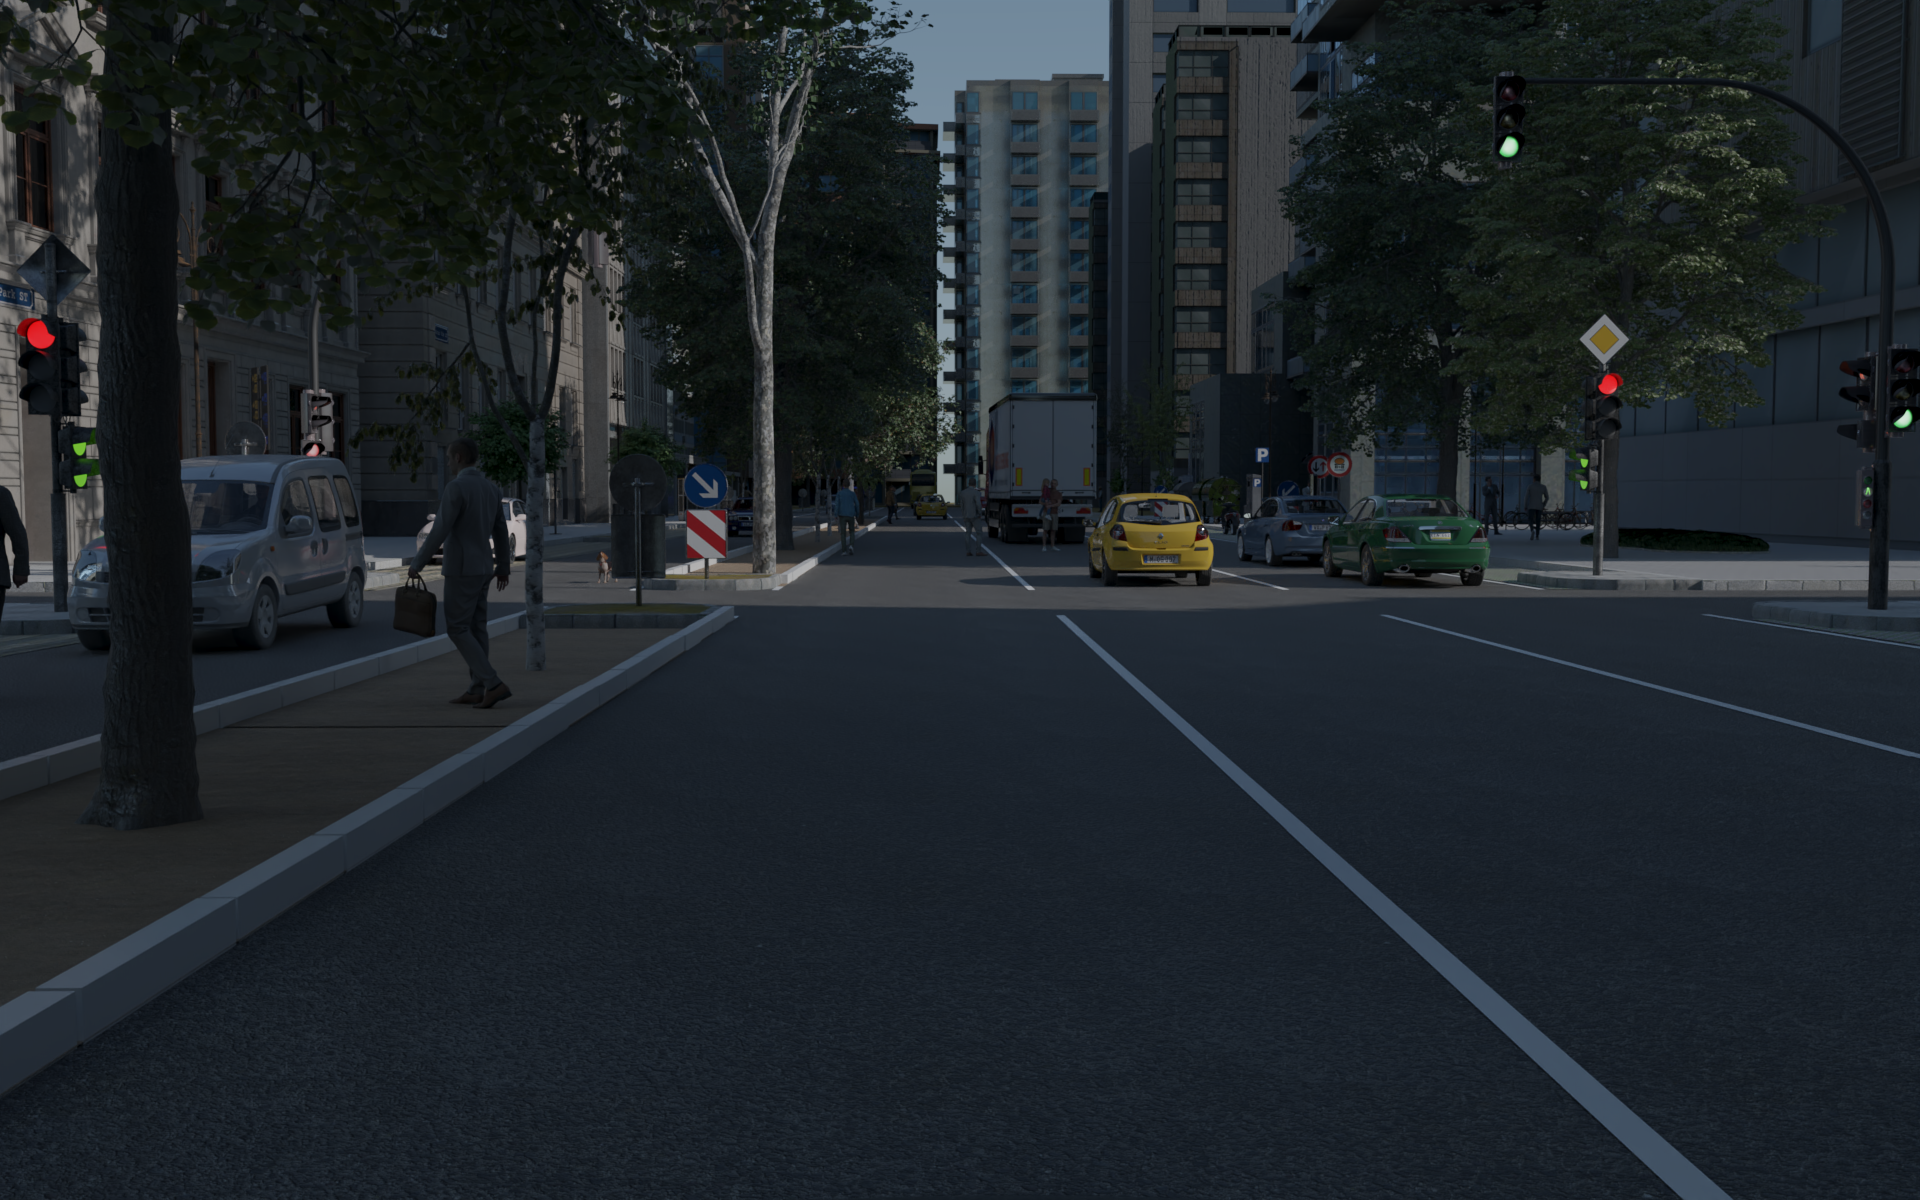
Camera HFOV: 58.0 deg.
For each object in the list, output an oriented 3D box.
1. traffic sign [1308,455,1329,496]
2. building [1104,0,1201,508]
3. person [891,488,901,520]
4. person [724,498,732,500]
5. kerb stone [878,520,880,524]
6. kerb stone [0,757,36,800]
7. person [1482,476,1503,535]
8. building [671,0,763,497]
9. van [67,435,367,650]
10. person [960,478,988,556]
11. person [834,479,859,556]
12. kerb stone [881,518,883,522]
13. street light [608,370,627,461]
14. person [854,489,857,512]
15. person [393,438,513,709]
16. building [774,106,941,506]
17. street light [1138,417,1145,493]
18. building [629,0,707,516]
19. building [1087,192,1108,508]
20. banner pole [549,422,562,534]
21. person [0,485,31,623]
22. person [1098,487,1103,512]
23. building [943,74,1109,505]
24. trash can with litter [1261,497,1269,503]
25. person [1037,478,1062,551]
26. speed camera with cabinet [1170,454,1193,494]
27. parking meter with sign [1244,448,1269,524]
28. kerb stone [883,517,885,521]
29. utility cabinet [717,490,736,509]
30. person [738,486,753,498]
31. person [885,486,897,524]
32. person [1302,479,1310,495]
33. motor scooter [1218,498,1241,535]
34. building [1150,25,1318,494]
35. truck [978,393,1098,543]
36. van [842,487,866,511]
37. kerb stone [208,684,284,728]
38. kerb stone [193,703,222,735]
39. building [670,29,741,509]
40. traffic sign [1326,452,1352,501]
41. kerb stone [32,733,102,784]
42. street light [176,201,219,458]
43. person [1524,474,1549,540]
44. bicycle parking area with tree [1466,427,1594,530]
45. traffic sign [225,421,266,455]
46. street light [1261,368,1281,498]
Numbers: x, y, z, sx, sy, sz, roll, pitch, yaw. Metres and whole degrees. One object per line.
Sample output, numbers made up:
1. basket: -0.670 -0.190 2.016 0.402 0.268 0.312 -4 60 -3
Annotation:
1. traffic sign: 11.720 -3.450 56.520 0.768 2.556 0.104 0 4 7
2. building: 23.061 -36.941 145.978 21.231 58.520 28.212 0 4 -1
3. person: -3.668 -5.378 96.532 0.767 1.812 0.694 0 4 1
4. person: -10.866 -4.443 81.499 0.624 1.780 0.694 -2 4 -33
5. kerb stone: -3.823 -3.431 78.286 0.120 0.150 1.000 0 4 -1
6. kerb stone: -4.517 0.870 7.979 0.120 0.150 1.000 0 4 -1
7. person: 16.736 -2.972 54.444 0.655 1.846 0.447 0 4 -5
8. building: -24.989 -30.755 152.948 14.600 45.320 14.200 0 4 -1
9. van: -7.263 -0.625 17.226 2.013 2.044 4.112 0 4 -2
10. person: 0.289 -1.926 40.093 0.635 1.810 0.391 2 4 31
11. person: -2.632 -1.923 40.283 0.601 1.785 0.444 -1 4 -8
12. kerb stone: -3.947 -3.807 84.446 0.120 0.150 1.000 0 4 -1
13. street light: -12.785 -5.629 64.817 0.468 5.910 1.993 0 4 -1
14. person: -6.623 -6.157 109.879 1.217 1.743 0.721 1 4 22
15. person: -3.344 -0.187 11.679 0.853 1.813 0.709 1 4 18
16. building: -16.718 -33.269 198.564 28.867 44.769 22.147 0 4 -1
17. street light: 10.648 -7.853 101.178 0.468 5.910 1.993 0 4 -1
18. building: -27.263 -41.117 110.515 20.563 71.187 20.611 0 4 -1
19. building: 19.229 -24.231 167.882 14.160 30.474 14.107 0 4 -1
20. banner pole: -12.913 -3.990 55.257 0.401 3.779 0.863 -1 4 -10
21. person: -6.724 -0.176 11.772 0.661 1.777 0.834 -1 4 -13
22. person: 10.025 -7.200 123.839 0.705 1.814 1.350 0 4 6
23. building: 13.232 -35.512 200.235 30.456 49.044 23.786 0 4 -1
24. trash can with litter: 11.243 -3.102 62.103 0.624 1.170 1.055 -2 4 -25
25. person: 2.227 -2.133 43.344 0.573 1.828 0.580 2 4 35
26. speed camera with cabinet: 10.911 -5.572 85.440 0.660 3.252 2.038 -1 4 -10
27. parking meter with sign: 11.241 -4.267 66.020 0.543 3.016 1.738 -1 4 -9
28. kerb stone: -3.999 -3.995 87.517 0.120 0.150 1.000 0 4 -1
29. utility cabinet: -13.672 -5.655 101.140 1.173 1.500 0.318 0 4 -2
30. person: -14.104 -6.634 114.526 1.348 1.823 0.705 1 4 11
31. person: -3.311 -4.557 82.912 0.656 1.842 0.836 1 4 16
32. person: 11.940 -3.230 59.042 0.511 1.800 0.466 -2 4 -28
33. motor scooter: 9.461 -2.929 60.661 0.815 1.314 1.986 0 4 -2
34. building: 19.802 -20.743 110.855 14.160 30.474 14.107 0 4 -1
35. truck: 2.267 -3.953 53.545 2.839 4.237 11.283 0 4 -3
36. van: -8.735 -8.413 141.942 2.240 2.365 5.245 0 3 0
37. kerb stone: -4.576 0.682 11.050 0.120 0.150 1.000 0 4 -1
38. kerb stone: -4.556 0.744 10.028 0.120 0.150 1.000 0 4 -1
39. building: -33.801 -27.033 133.863 32.217 40.220 23.993 0 4 -1
40. traffic sign: 11.385 -3.176 52.041 0.768 2.556 0.104 0 4 6
41. kerb stone: -4.537 0.808 9.000 0.120 0.150 1.000 0 4 -1
42. street light: -12.114 -3.347 27.509 0.468 5.910 1.993 0 4 -1
43. person: 16.030 -2.585 48.149 0.661 1.843 0.795 1 4 10
44. bicycle parking area with tree: 19.890 -4.803 65.535 9.016 4.147 8.231 3 5 41
45. traffic sign: -12.452 -1.839 30.181 0.768 2.556 0.104 0 4 8
46. street light: 11.411 -5.564 63.765 0.468 5.910 1.993 0 4 -1
